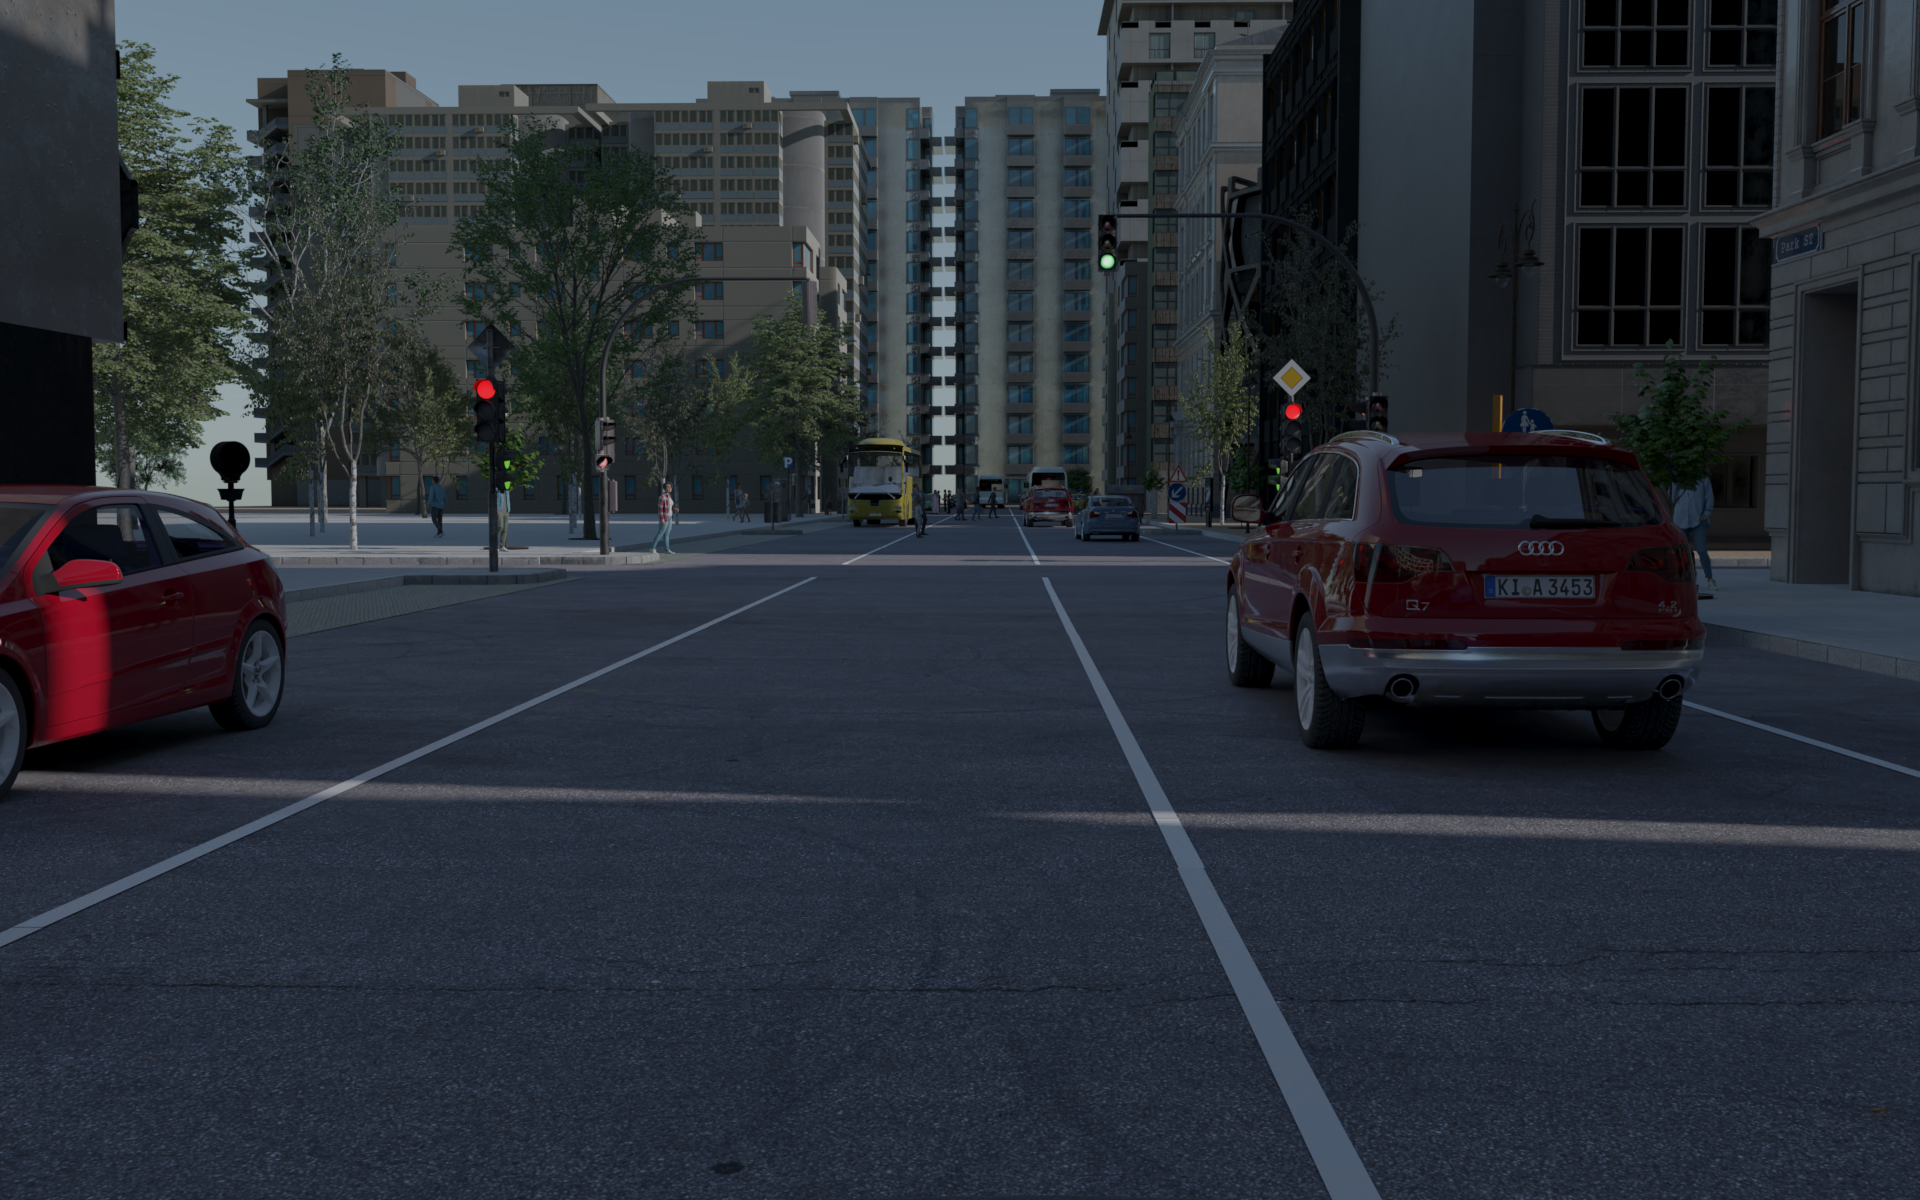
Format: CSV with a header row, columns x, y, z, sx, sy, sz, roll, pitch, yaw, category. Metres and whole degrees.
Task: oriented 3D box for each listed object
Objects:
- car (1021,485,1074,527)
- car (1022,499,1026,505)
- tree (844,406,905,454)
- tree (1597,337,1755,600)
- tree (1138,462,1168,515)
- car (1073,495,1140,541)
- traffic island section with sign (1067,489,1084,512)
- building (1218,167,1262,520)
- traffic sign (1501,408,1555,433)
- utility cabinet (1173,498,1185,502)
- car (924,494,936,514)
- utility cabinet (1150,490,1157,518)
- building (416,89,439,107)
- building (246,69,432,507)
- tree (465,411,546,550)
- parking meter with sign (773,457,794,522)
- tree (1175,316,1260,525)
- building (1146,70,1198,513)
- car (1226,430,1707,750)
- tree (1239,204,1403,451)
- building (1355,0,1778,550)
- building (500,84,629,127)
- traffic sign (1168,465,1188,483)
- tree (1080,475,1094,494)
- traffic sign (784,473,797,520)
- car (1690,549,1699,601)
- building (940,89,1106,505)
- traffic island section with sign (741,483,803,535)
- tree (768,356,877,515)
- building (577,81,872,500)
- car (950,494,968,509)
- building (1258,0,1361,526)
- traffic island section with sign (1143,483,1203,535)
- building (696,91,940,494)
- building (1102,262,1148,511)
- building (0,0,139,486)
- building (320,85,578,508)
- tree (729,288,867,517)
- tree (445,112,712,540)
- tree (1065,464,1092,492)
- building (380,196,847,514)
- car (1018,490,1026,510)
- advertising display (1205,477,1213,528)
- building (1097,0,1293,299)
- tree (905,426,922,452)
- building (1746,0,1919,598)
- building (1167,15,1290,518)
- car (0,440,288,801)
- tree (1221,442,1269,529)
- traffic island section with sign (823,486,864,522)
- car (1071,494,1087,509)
x,y,z,sx,sy,sz,roll,pitch,yaw,category
3.854,-4.122,76.065,2.281,1.827,5.304,0,4,0,car
6.006,-7.823,139.900,2.014,1.417,4.499,0,4,2,car
-7.695,-11.911,145.114,4.360,8.622,3.978,0,3,0,tree
8.796,-1.646,21.506,1.663,3.219,1.824,0,3,0,tree
11.813,-6.770,105.283,1.663,3.219,1.824,0,3,0,tree
4.544,-2.546,53.629,2.014,1.417,4.499,0,4,0,car
9.387,-7.910,137.963,1.989,1.847,2.006,0,4,1,traffic island section with sign
20.743,-13.161,82.637,16.820,18.784,16.811,0,4,1,building
8.370,-1.560,25.610,0.768,2.556,0.104,1,4,8,traffic sign
9.903,-4.116,78.455,0.306,1.237,1.020,-1,4,-9,utility cabinet
-2.569,-7.311,128.328,1.959,1.807,4.718,0,4,2,car
10.111,-5.003,90.478,0.318,1.500,1.173,0,4,4,utility cabinet
-64.899,-35.737,207.996,21.600,48.544,21.300,0,4,1,building
-63.883,-32.429,180.327,14.200,45.320,14.600,0,4,1,building
-10.413,-2.786,40.151,1.663,3.219,1.824,0,3,0,tree
-8.337,-5.139,80.281,0.543,3.016,1.738,2,4,23,parking meter with sign
10.968,-7.461,72.345,4.737,8.622,4.395,0,3,0,tree
20.013,-21.396,121.528,14.160,30.474,14.107,0,4,1,building
2.987,-0.158,11.259,2.281,1.827,5.304,0,4,1,car
9.117,-5.715,43.800,4.360,8.622,3.978,0,3,0,tree
23.592,-15.327,44.104,24.014,27.812,14.314,0,4,1,building
-43.281,-35.766,208.468,21.600,48.544,21.300,0,4,1,building
9.740,-4.730,77.333,0.884,2.594,0.081,0,4,2,traffic sign
12.239,-10.794,171.075,1.663,3.219,1.824,0,3,0,tree
-8.320,-5.068,84.997,0.606,2.300,0.079,0,4,8,traffic sign
6.230,-0.334,18.043,1.945,1.354,3.894,0,4,3,car
13.504,-35.959,207.535,30.456,49.044,23.786,0,4,1,building
-6.607,-3.214,61.181,1.989,1.847,2.006,0,4,1,traffic island section with sign
-8.570,-10.540,106.737,7.601,10.594,8.767,0,4,1,tree
-21.030,-29.184,169.042,23.993,40.220,32.217,0,4,1,building
-0.184,-9.994,173.181,2.009,1.686,4.222,0,4,3,car
17.898,-14.129,60.682,12.332,23.373,15.834,0,4,1,building
7.542,-3.243,61.655,1.989,1.847,2.006,0,4,1,traffic island section with sign
-17.243,-36.020,208.533,30.456,49.044,23.786,0,4,1,building
26.426,-18.231,143.115,27.650,21.520,28.899,0,4,1,building
-20.534,-9.253,18.746,16.811,18.784,16.820,0,4,1,building
-45.021,-29.280,170.606,23.993,40.220,32.217,0,4,1,building
-8.860,-10.817,94.992,7.486,12.596,7.792,0,3,0,tree
-10.532,-7.492,48.256,9.928,11.665,9.643,0,3,0,tree
12.772,-12.527,188.533,4.285,4.588,4.351,0,3,0,tree
-23.358,-17.228,126.713,27.650,21.520,28.899,0,4,1,building
6.447,-9.092,157.322,2.281,1.827,5.304,0,4,1,car
9.575,-3.754,66.599,0.123,1.923,0.974,0,4,-4,advertising display
28.518,-35.548,170.441,28.713,52.752,27.495,0,4,1,building
-5.987,-14.536,188.021,4.360,8.622,3.978,0,3,0,tree
16.685,-10.942,15.066,11.583,22.565,21.152,0,4,1,building
19.820,-19.259,100.790,13.634,28.700,20.117,0,4,1,building
-5.220,-0.008,9.165,2.155,1.783,4.494,0,4,3,car
10.415,-4.240,63.930,1.663,3.219,1.824,0,3,0,tree
-5.933,-4.879,88.403,1.989,1.847,2.006,0,4,1,traffic island section with sign
9.098,-7.596,134.421,2.015,1.641,3.980,0,4,1,car
